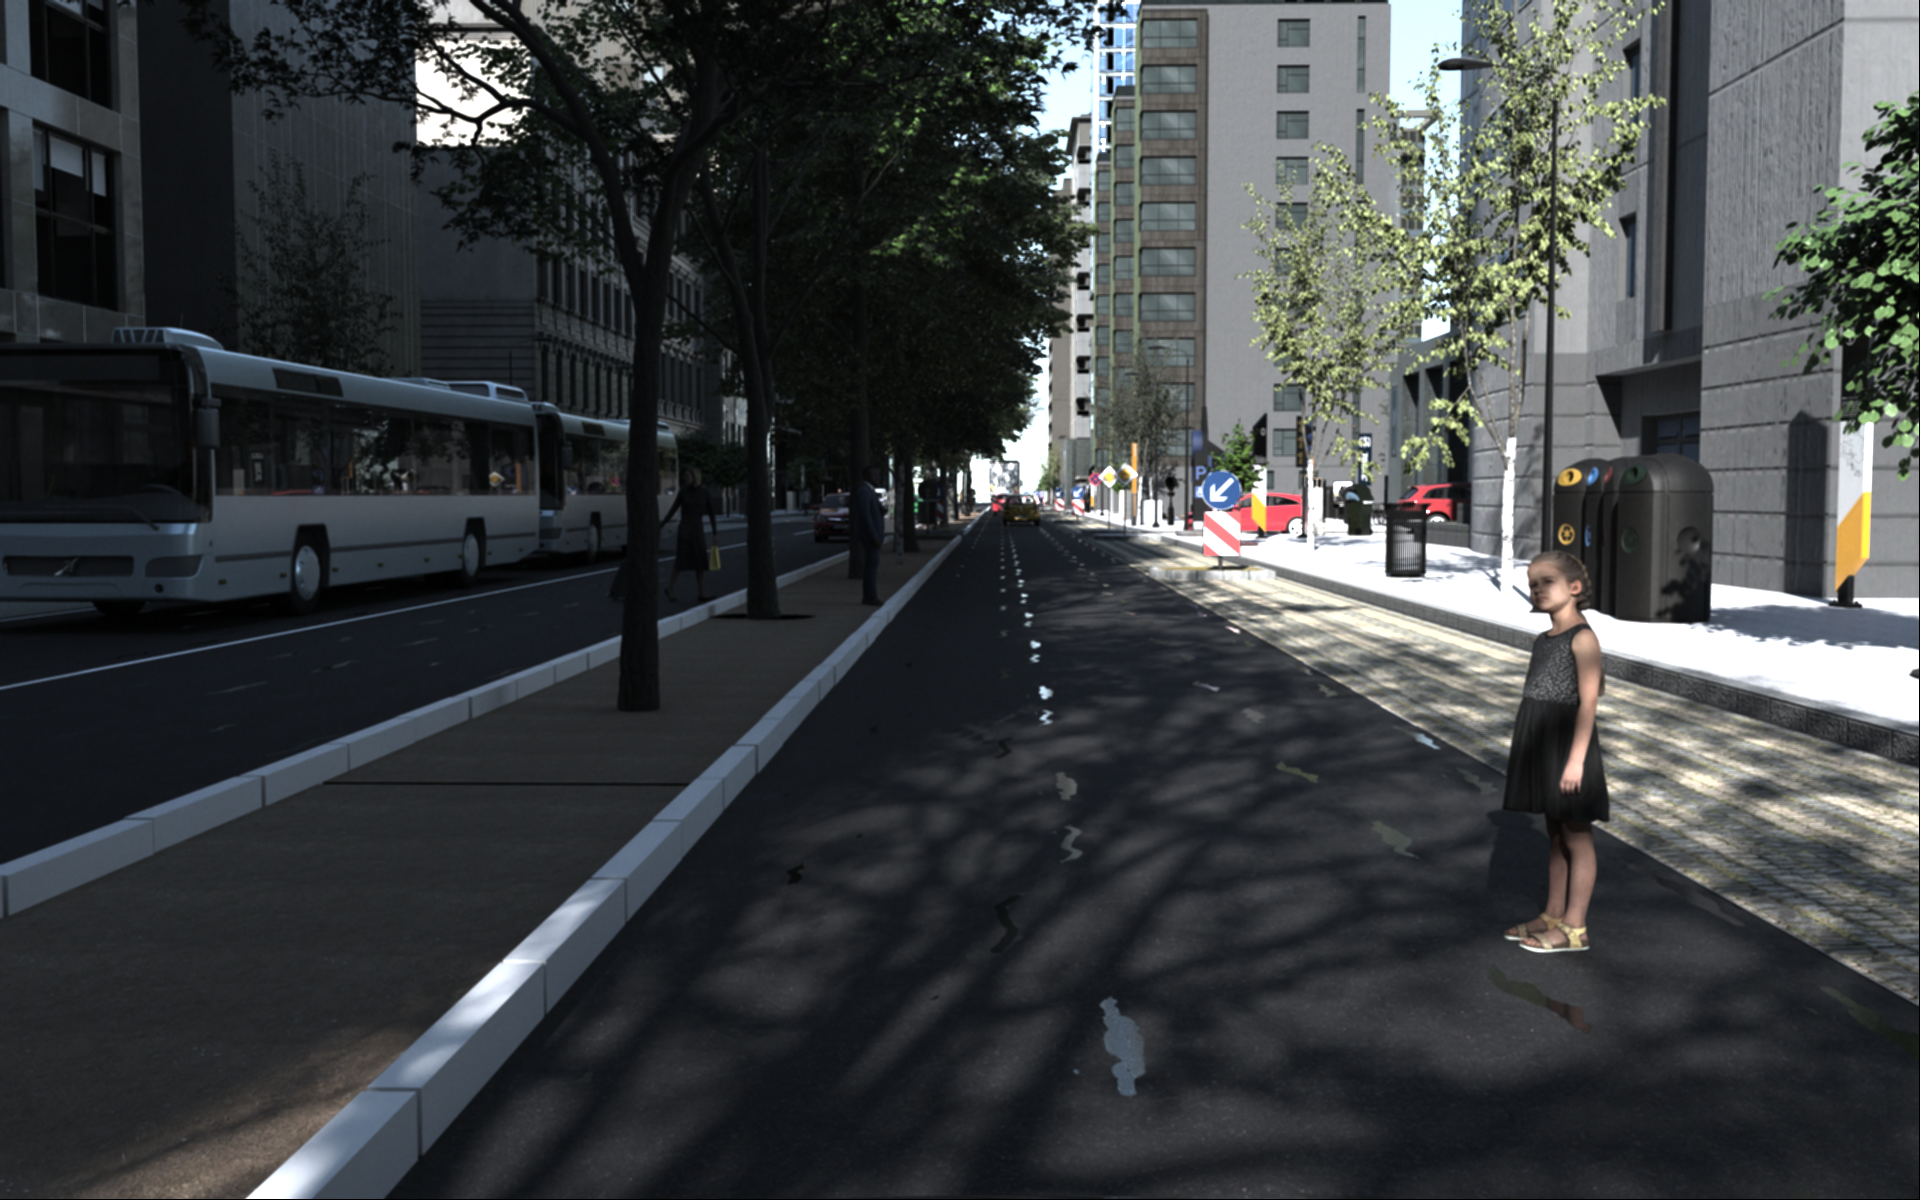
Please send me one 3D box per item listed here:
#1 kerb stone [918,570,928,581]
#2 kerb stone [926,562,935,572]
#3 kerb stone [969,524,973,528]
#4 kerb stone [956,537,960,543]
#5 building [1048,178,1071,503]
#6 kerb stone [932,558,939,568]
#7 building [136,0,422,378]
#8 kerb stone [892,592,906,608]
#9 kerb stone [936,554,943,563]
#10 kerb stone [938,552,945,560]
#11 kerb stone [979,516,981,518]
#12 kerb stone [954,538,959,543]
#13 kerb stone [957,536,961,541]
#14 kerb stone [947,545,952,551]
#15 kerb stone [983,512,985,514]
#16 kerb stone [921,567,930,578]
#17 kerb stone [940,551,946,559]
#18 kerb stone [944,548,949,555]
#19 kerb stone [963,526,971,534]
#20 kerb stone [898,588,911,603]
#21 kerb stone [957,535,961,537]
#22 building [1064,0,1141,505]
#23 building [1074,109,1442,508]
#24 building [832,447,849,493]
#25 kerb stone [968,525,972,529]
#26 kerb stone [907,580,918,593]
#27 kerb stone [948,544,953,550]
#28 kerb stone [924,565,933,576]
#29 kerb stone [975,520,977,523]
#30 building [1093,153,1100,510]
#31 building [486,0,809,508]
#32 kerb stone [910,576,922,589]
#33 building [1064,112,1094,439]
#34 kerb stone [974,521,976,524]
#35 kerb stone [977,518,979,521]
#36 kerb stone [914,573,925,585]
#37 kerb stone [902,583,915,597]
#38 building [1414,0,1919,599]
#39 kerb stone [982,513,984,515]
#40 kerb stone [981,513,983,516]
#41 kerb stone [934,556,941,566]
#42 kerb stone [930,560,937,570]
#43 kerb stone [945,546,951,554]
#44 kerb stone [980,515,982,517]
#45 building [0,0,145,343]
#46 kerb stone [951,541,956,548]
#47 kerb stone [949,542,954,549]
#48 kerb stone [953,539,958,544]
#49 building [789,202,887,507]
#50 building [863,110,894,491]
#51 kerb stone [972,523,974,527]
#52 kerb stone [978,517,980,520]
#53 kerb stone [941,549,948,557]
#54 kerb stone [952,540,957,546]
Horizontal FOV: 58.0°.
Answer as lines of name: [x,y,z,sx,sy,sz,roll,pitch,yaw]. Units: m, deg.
kerb stone: [-0.638,-0.341,27.835,0.120,0.150,1.000,0,4,1]
kerb stone: [-0.565,-0.533,30.913,0.120,0.150,1.000,0,4,1]
kerb stone: [0.335,-2.818,68.321,0.120,0.150,1.000,0,4,1]
kerb stone: [-0.143,-1.599,48.340,0.120,0.150,1.000,0,4,1]
building: [24.202,-38.946,260.468,21.300,48.544,21.600,0,4,1]
kerb stone: [-0.518,-0.659,32.965,0.120,0.150,1.000,0,4,1]
building: [-31.163,-13.899,46.318,30.058,24.678,14.314,0,4,1]
kerb stone: [-0.793,0.032,21.684,0.120,0.150,1.000,0,4,1]
kerb stone: [-0.463,-0.784,35.021,0.120,0.150,1.000,0,4,1]
kerb stone: [-0.446,-0.847,36.047,0.120,0.150,1.000,0,4,1]
kerb stone: [0.887,-4.199,90.881,0.120,0.150,1.000,0,4,1]
kerb stone: [-0.173,-1.536,47.318,0.120,0.150,1.000,0,4,1]
kerb stone: [-0.128,-1.662,49.362,0.120,0.150,1.000,0,4,1]
kerb stone: [-0.317,-1.160,41.165,0.120,0.150,1.000,0,4,1]
kerb stone: [1.328,-5.326,109.316,0.120,0.150,1.000,0,4,1]
kerb stone: [-0.616,-0.404,28.857,0.120,0.150,1.000,0,4,1]
kerb stone: [-0.427,-0.907,37.069,0.120,0.150,1.000,0,4,1]
kerb stone: [-0.375,-1.032,39.113,0.120,0.150,1.000,0,4,1]
kerb stone: [0.255,-2.627,65.253,0.120,0.150,1.000,0,4,1]
kerb stone: [-0.769,-0.026,22.706,0.120,0.150,1.000,0,4,1]
kerb stone: [-0.100,-1.724,50.385,0.120,0.150,1.000,0,4,1]
building: [23.473,-53.896,193.865,22.319,86.520,31.000,0,4,1]
building: [27.495,-29.104,167.729,32.217,40.220,23.993,0,4,1]
building: [-18.947,-26.327,202.144,14.160,30.474,14.107,0,4,1]
kerb stone: [0.284,-2.696,66.274,0.120,0.150,1.000,0,4,1]
kerb stone: [-0.714,-0.154,24.757,0.120,0.150,1.000,0,4,1]
kerb stone: [-0.296,-1.220,42.187,0.120,0.150,1.000,0,4,1]
kerb stone: [-0.589,-0.470,29.885,0.120,0.150,1.000,0,4,1]
kerb stone: [0.582,-3.448,78.576,0.120,0.150,1.000,0,4,1]
building: [18.418,-23.090,149.224,14.160,30.474,14.107,0,4,1]
building: [-27.805,-34.385,151.439,28.713,52.752,27.495,0,4,1]
kerb stone: [-0.692,-0.219,25.783,0.120,0.150,1.000,0,4,1]
building: [28.999,-39.540,235.715,28.713,52.752,27.495,0,4,1]
kerb stone: [0.508,-3.261,75.506,0.120,0.150,1.000,0,4,1]
kerb stone: [0.727,-3.822,84.714,0.120,0.150,1.000,0,4,1]
kerb stone: [-0.670,-0.282,26.813,0.120,0.150,1.000,0,4,1]
kerb stone: [-0.739,-0.093,23.730,0.120,0.150,1.000,0,4,1]
building: [21.475,-30.044,33.218,21.231,58.520,28.212,0,4,1]
kerb stone: [1.207,-5.015,104.194,0.120,0.150,1.000,0,4,1]
kerb stone: [1.154,-4.890,102.148,0.120,0.150,1.000,0,4,1]
kerb stone: [-0.492,-0.720,33.995,0.120,0.150,1.000,0,4,1]
kerb stone: [-0.550,-0.593,31.935,0.120,0.150,1.000,0,4,1]
kerb stone: [-0.350,-1.097,40.135,0.120,0.150,1.000,0,4,1]
kerb stone: [1.005,-4.513,96.011,0.120,0.150,1.000,0,4,1]
building: [-25.669,-12.936,16.015,19.350,26.468,34.151,0,4,1]
kerb stone: [-0.246,-1.349,44.245,0.120,0.150,1.000,0,4,1]
kerb stone: [-0.277,-1.284,43.219,0.120,0.150,1.000,0,4,1]
kerb stone: [-0.199,-1.474,46.296,0.120,0.150,1.000,0,4,1]
building: [-21.669,-35.650,237.495,22.147,44.769,28.867,0,4,1]
building: [-21.091,-58.313,266.093,22.319,86.520,31.000,0,4,1]
kerb stone: [0.387,-2.946,70.380,0.120,0.150,1.000,0,4,1]
kerb stone: [0.806,-4.010,87.806,0.120,0.150,1.000,0,4,1]
kerb stone: [-0.388,-0.967,38.091,0.120,0.150,1.000,0,4,1]
kerb stone: [-0.222,-1.411,45.267,0.120,0.150,1.000,0,4,1]
